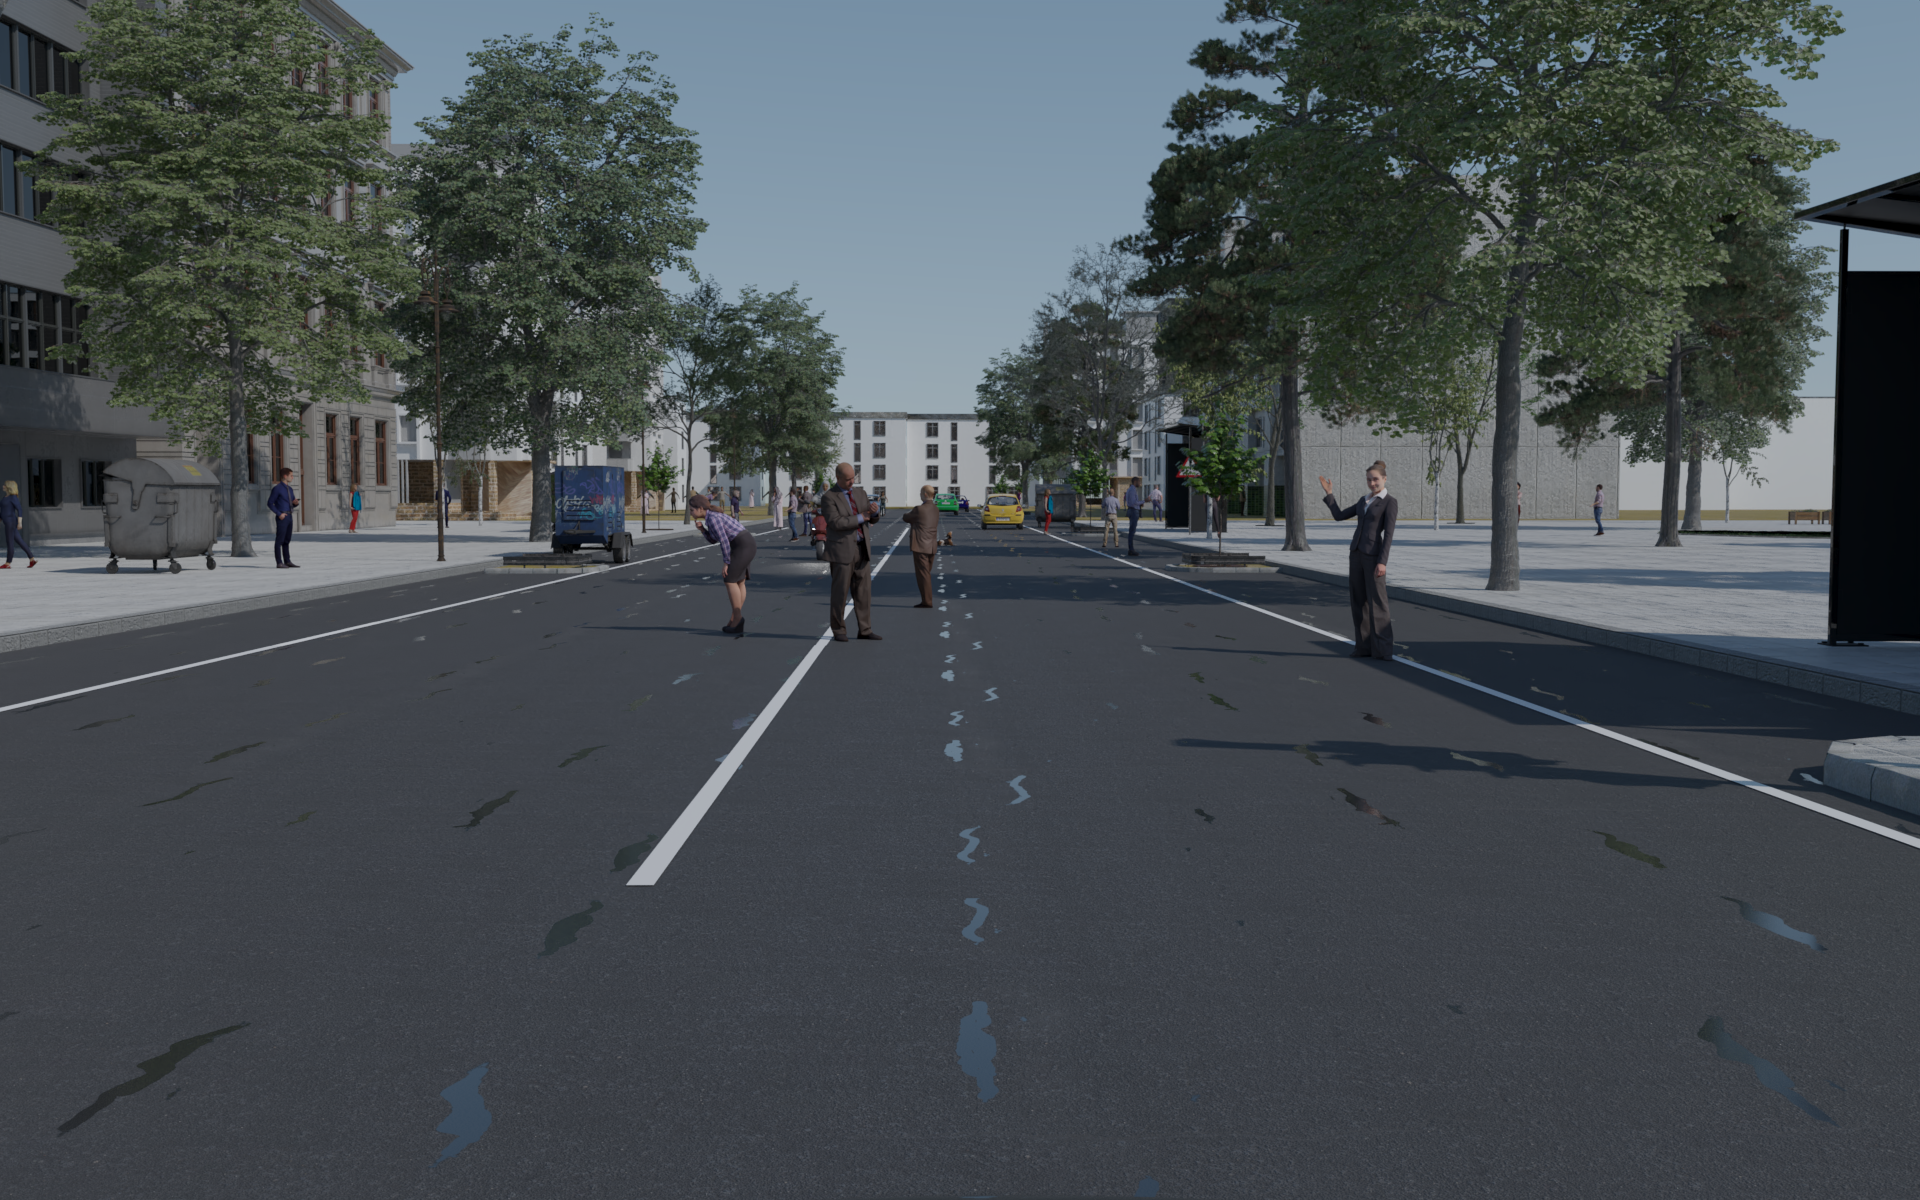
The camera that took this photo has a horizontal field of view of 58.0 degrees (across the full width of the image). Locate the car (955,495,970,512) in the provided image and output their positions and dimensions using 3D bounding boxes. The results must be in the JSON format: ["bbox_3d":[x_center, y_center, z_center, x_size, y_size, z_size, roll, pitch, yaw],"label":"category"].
[{"bbox_3d":[-0.170,-7.744,139.190,1.945,1.354,3.894,0,4,-2],"label":"car"}]

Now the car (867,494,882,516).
[{"bbox_3d":[-5.913,-6.191,113.230,2.014,1.417,4.499,0,4,1],"label":"car"}]

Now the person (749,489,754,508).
[{"bbox_3d":[-19.168,-9.346,159.510,0.621,1.740,0.551,-2,4,-30],"label":"person"}]

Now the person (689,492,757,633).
[{"bbox_3d":[-2.437,-0.373,17.838,0.697,1.427,0.421,-1,4,-17],"label":"person"}]

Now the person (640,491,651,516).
[{"bbox_3d":[-18.609,-5.848,102.325,0.621,1.740,0.551,1,4,14],"label":"person"}]

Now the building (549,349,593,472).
[{"bbox_3d":[-27.471,-10.182,108.626,9.099,9.664,28.070,0,4,-1],"label":"building"}]

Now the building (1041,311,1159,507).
[{"bbox_3d":[14.748,-20.119,185.359,11.380,20.091,16.016,0,4,-1],"label":"building"}]

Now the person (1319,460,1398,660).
[{"bbox_3d":[3.457,-0.356,15.122,0.742,1.727,0.445,2,4,26],"label":"person"}]

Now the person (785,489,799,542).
[{"bbox_3d":[-5.057,-2.546,52.079,0.435,1.587,0.963,0,4,-2],"label":"person"}]

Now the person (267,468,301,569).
[{"bbox_3d":[-11.618,-1.418,29.928,0.504,1.737,0.576,0,4,1],"label":"person"}]

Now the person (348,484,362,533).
[{"bbox_3d":[-19.917,-3.014,57.021,0.444,1.614,0.593,2,4,33],"label":"person"}]

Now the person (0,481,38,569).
[{"bbox_3d":[-16.274,-1.300,29.840,0.480,1.512,0.613,2,4,26],"label":"person"}]

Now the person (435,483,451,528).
[{"bbox_3d":[-19.603,-3.605,65.692,0.576,1.737,0.504,-1,4,-21],"label":"person"}]

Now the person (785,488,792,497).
[{"bbox_3d":[-15.258,-9.260,157.072,1.348,1.869,0.705,-2,4,-32],"label":"person"}]

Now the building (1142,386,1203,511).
[{"bbox_3d":[20.254,-11.776,134.680,9.099,9.664,28.070,0,4,-1],"label":"building"}]

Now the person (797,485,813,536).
[{"bbox_3d":[-5.248,-3.022,58.731,0.431,1.722,0.655,2,4,30],"label":"person"}]

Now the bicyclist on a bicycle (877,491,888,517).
[{"bbox_3d":[-4.842,-6.031,108.625,1.499,1.676,1.625,0,4,0],"label":"bicyclist on a bicycle"}]

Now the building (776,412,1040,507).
[{"bbox_3d":[-5.575,-14.639,181.494,28.070,9.664,9.099,0,4,-1],"label":"building"}]

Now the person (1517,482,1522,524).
[{"bbox_3d":[16.554,-2.712,51.848,0.566,1.644,0.517,-1,4,-11],"label":"person"}]

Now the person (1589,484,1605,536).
[{"bbox_3d":[19.448,-2.740,52.804,0.435,1.587,0.963,2,4,24],"label":"person"}]

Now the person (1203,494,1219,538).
[{"bbox_3d":[7.397,-2.645,50.766,0.593,1.643,0.415,-2,4,-33],"label":"person"}]

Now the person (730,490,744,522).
[{"bbox_3d":[-7.408,-2.825,56.899,0.471,1.553,0.569,3,5,40],"label":"person"}]

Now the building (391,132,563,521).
[{"bbox_3d":[-29.742,-14.199,88.582,16.016,20.091,11.380,0,4,-1],"label":"building"}]

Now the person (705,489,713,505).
[{"bbox_3d":[-21.251,-8.527,146.243,1.217,1.735,0.721,3,4,37],"label":"person"}]

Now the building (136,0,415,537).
[{"bbox_3d":[-27.158,-13.577,58.146,11.583,22.565,21.152,0,4,-1],"label":"building"}]

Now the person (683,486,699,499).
[{"bbox_3d":[-18.031,-6.776,116.927,1.348,1.812,0.705,-1,4,-14],"label":"person"}]

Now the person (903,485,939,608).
[{"bbox_3d":[-0.488,-0.674,21.795,0.388,1.546,0.482,3,4,36],"label":"person"}]

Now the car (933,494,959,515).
[{"bbox_3d":[-1.018,-6.707,118.448,1.959,1.807,4.718,0,4,-1],"label":"car"}]

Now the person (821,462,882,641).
[{"bbox_3d":[-1.033,-0.471,16.882,0.600,1.739,0.565,2,4,24],"label":"person"}]

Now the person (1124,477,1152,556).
[{"bbox_3d":[4.168,-1.958,40.387,0.599,1.838,0.709,0,4,-1],"label":"person"}]

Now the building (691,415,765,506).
[{"bbox_3d":[-34.841,-14.678,182.135,28.070,9.664,9.099,0,4,-1],"label":"building"}]

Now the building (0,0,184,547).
[{"bbox_3d":[-28.115,-13.054,32.508,14.314,24.678,30.058,0,4,-1],"label":"building"}]

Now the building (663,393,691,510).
[{"bbox_3d":[-37.072,-12.253,142.480,28.070,9.664,9.099,0,4,-1],"label":"building"}]

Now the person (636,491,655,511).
[{"bbox_3d":[-19.268,-6.073,106.074,1.217,1.736,0.721,-2,4,-33],"label":"person"}]

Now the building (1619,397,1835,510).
[{"bbox_3d":[62.073,-12.378,144.525,28.070,9.664,9.099,0,4,-1],"label":"building"}]

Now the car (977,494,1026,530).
[{"bbox_3d":[1.716,-3.725,71.122,2.015,1.641,3.980,0,3,0],"label":"car"}]

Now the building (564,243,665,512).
[{"bbox_3d":[-30.276,-16.652,128.682,16.016,20.091,11.380,0,4,-1],"label":"building"}]

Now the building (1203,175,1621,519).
[{"bbox_3d":[25.522,-14.575,104.752,16.747,18.905,31.486,0,4,-1],"label":"building"}]

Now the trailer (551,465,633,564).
[{"bbox_3d":[-7.618,-1.727,35.280,1.471,1.999,3.904,0,4,-2],"label":"trailer"}]

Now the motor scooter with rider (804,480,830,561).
[{"bbox_3d":[-3.042,-1.784,38.139,0.876,1.779,1.986,0,4,0],"label":"motor scooter with rider"}]

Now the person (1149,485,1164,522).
[{"bbox_3d":[9.157,-4.501,80.571,0.436,1.711,0.756,-3,5,-44],"label":"person"}]

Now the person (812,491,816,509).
[{"bbox_3d":[-12.273,-8.546,146.577,0.445,1.727,0.742,-2,4,-31],"label":"person"}]

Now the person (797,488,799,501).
[{"bbox_3d":[-13.311,-8.293,141.655,0.705,1.821,1.348,-1,4,-14],"label":"person"}]

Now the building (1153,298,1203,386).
[{"bbox_3d":[37.641,-21.241,191.264,32.646,21.610,27.936,0,4,-1],"label":"building"}]

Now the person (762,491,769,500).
[{"bbox_3d":[-13.097,-6.986,120.282,1.348,1.821,0.705,-1,4,-9],"label":"person"}]

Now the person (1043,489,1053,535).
[{"bbox_3d":[3.136,-3.125,61.305,0.444,1.614,0.593,3,5,40],"label":"person"}]

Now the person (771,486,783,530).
[{"bbox_3d":[-7.323,-3.681,69.359,0.551,1.740,0.621,2,4,28],"label":"person"}]

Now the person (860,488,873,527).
[{"bbox_3d":[-2.082,-1.636,37.465,0.569,1.553,0.471,2,4,29],"label":"person"}]

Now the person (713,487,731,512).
[{"bbox_3d":[-17.033,-7.216,124.033,1.348,1.824,0.705,-1,4,-16],"label":"person"}]

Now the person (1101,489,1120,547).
[{"bbox_3d":[4.055,-2.207,46.656,0.516,1.574,0.319,0,4,7],"label":"person"}]
